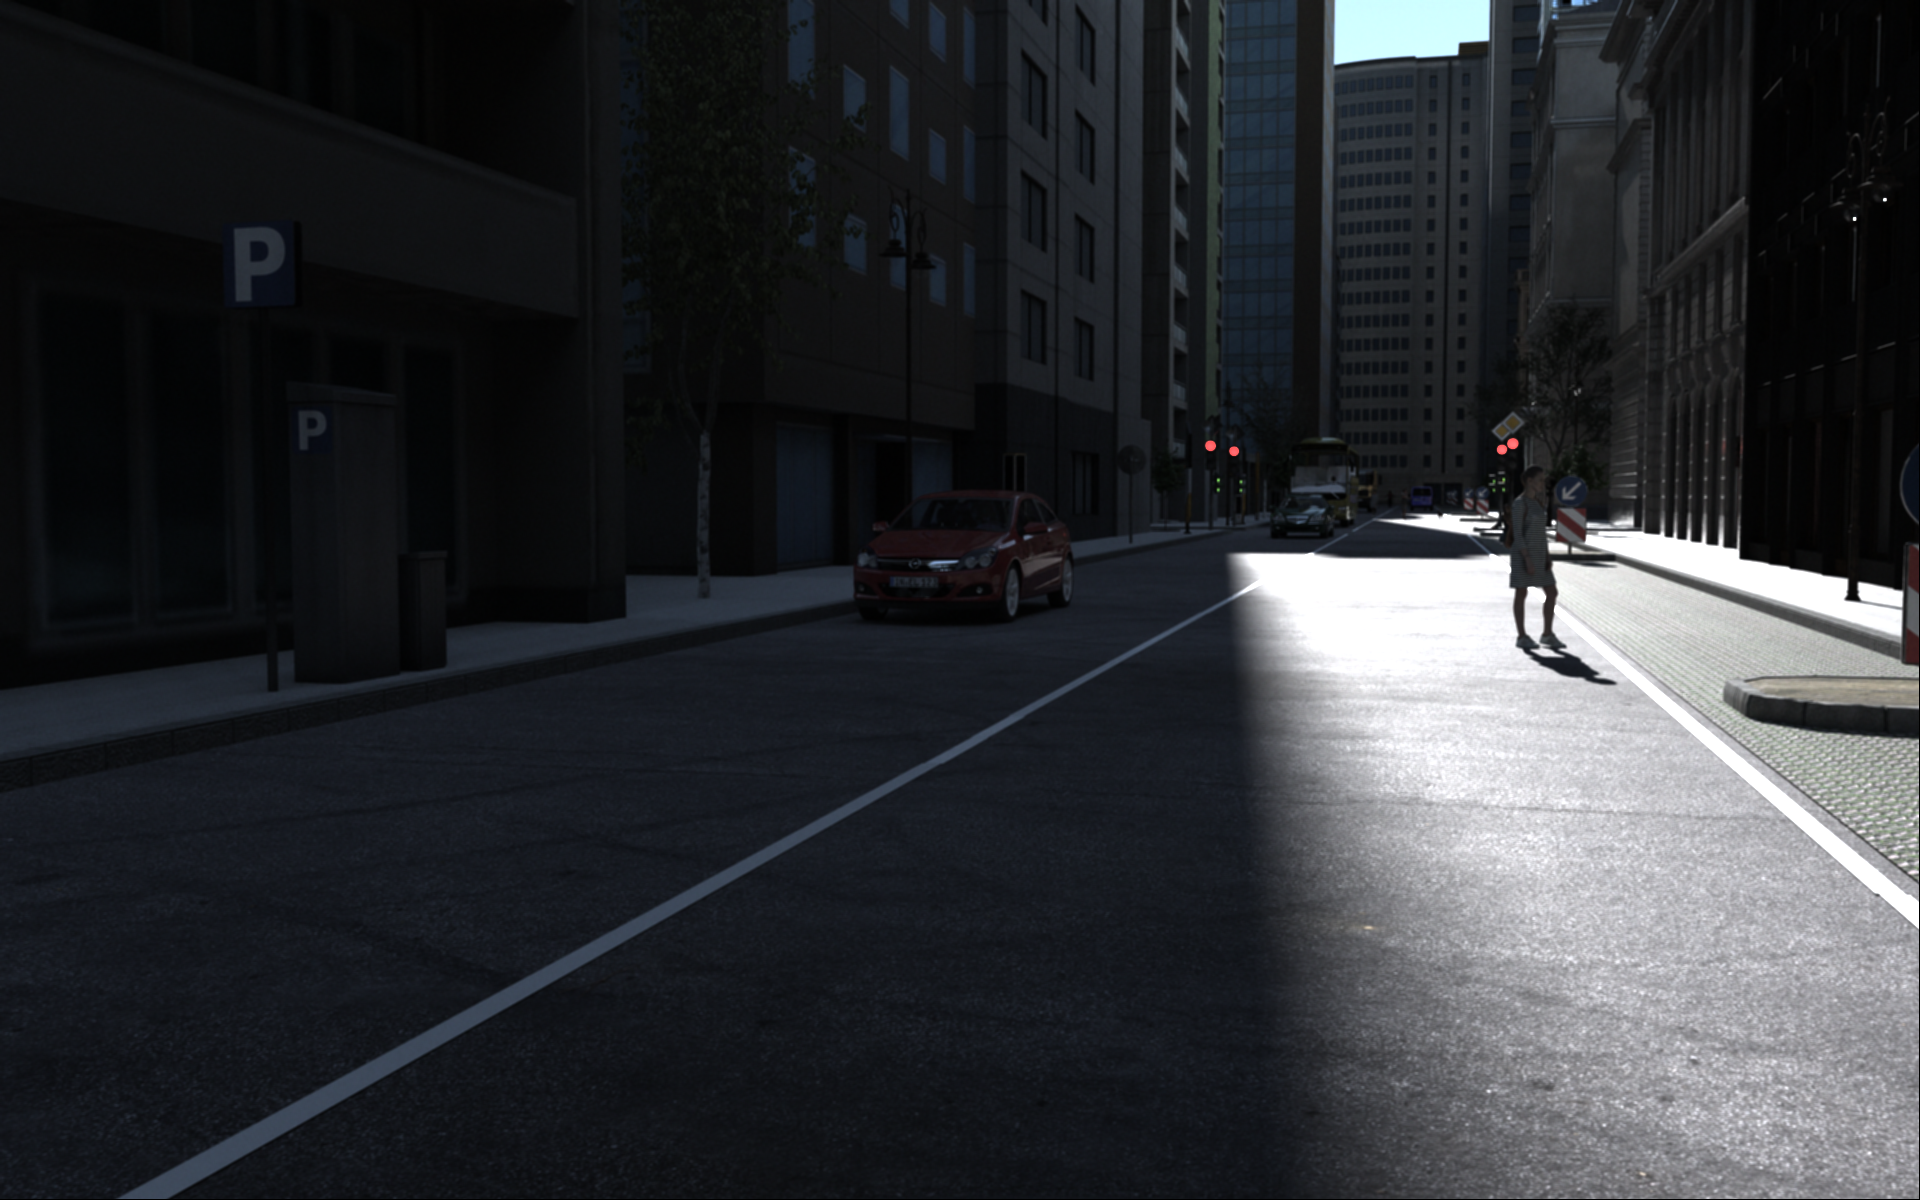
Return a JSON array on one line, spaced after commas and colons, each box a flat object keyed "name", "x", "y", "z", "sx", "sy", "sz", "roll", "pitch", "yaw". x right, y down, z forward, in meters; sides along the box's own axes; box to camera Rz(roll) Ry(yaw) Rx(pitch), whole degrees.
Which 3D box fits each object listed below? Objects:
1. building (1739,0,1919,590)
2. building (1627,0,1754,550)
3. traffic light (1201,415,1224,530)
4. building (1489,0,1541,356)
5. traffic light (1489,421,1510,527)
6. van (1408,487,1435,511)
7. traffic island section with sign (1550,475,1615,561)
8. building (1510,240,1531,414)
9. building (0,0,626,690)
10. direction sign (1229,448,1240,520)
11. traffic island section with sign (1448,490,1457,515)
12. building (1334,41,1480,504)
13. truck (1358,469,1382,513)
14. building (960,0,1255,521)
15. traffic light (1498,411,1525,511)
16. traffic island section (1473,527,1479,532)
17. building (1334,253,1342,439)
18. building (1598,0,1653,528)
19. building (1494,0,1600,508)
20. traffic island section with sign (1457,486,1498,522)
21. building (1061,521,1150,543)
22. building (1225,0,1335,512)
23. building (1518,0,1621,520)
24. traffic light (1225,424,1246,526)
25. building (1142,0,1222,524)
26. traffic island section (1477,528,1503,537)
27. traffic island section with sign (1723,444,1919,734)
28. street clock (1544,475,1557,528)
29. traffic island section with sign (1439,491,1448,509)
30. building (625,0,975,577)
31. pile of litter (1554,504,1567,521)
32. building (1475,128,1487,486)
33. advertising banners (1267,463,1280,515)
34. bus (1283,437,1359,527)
[{"name": "building", "x": 19.271, "y": -11.898, "z": 24.215, "sx": 12.332, "sy": 23.373, "sz": 15.834, "roll": 1, "pitch": 4, "yaw": 15}, {"name": "building", "x": 25.010, "y": -12.326, "z": 43.337, "sx": 13.314, "sy": 21.916, "sz": 24.055, "roll": 1, "pitch": 4, "yaw": 15}, {"name": "traffic light", "x": 8.909, "y": -4.426, "z": 61.281, "sx": 0.839, "sy": 4.253, "sz": 0.868, "roll": 1, "pitch": 4, "yaw": 15}, {"name": "building", "x": 65.395, "y": -38.987, "z": 179.439, "sx": 21.231, "sy": 58.520, "sz": 28.212, "roll": 1, "pitch": 4, "yaw": 15}, {"name": "traffic light", "x": 20.737, "y": -4.741, "z": 66.428, "sx": 0.839, "sy": 4.253, "sz": 0.868, "roll": 1, "pitch": 4, "yaw": 15}, {"name": "van", "x": 39.439, "y": -8.777, "z": 147.893, "sx": 2.240, "sy": 2.365, "sz": 5.245, "roll": 1, "pitch": 4, "yaw": 15}, {"name": "traffic island section with sign", "x": 13.150, "y": -1.783, "z": 37.781, "sx": 1.989, "sy": 1.847, "sz": 2.006, "roll": 1, "pitch": 4, "yaw": 15}, {"name": "building", "x": 45.787, "y": -18.383, "z": 119.646, "sx": 14.460, "sy": 24.649, "sz": 34.723, "roll": 1, "pitch": 4, "yaw": 15}, {"name": "building", "x": -16.452, "y": -23.572, "z": 9.101, "sx": 21.300, "sy": 48.544, "sz": 21.600, "roll": 1, "pitch": 4, "yaw": 15}, {"name": "direction sign", "x": 13.358, "y": -5.660, "z": 84.536, "sx": 0.876, "sy": 3.537, "sz": 0.379, "roll": -3, "pitch": 5, "yaw": -42}, {"name": "traffic island section with sign", "x": 34.039, "y": -6.589, "z": 116.359, "sx": 1.989, "sy": 1.847, "sz": 2.006, "roll": 1, "pitch": 4, "yaw": 15}, {"name": "building", "x": 58.631, "y": -42.167, "z": 231.430, "sx": 28.212, "sy": 58.520, "sz": 21.231, "roll": 1, "pitch": 4, "yaw": 15}, {"name": "truck", "x": 31.567, "y": -8.617, "z": 136.805, "sx": 3.469, "sy": 3.379, "sz": 9.791, "roll": 1, "pitch": 4, "yaw": 14}, {"name": "building", "x": 7.547, "y": -40.755, "z": 104.596, "sx": 20.563, "sy": 71.187, "sz": 20.611, "roll": 1, "pitch": 4, "yaw": 15}, {"name": "traffic light", "x": 18.687, "y": -4.268, "z": 58.710, "sx": 0.839, "sy": 4.253, "sz": 0.868, "roll": 1, "pitch": 4, "yaw": 15}, {"name": "traffic island section", "x": 20.773, "y": -2.707, "z": 66.532, "sx": 2.009, "sy": 0.180, "sz": 2.903, "roll": 1, "pitch": 4, "yaw": 15}, {"name": "building", "x": 38.810, "y": -26.772, "z": 209.429, "sx": 14.107, "sy": 30.474, "sz": 14.160, "roll": 1, "pitch": 4, "yaw": 15}, {"name": "building", "x": 35.744, "y": -14.583, "z": 67.316, "sx": 19.941, "sy": 23.489, "sz": 11.050, "roll": 1, "pitch": 4, "yaw": 15}, {"name": "building", "x": 59.206, "y": -51.180, "z": 149.463, "sx": 22.319, "sy": 86.520, "sz": 31.000, "roll": 1, "pitch": 4, "yaw": 15}, {"name": "traffic island section with sign", "x": 27.103, "y": -4.996, "z": 90.308, "sx": 1.989, "sy": 1.847, "sz": 2.006, "roll": 1, "pitch": 4, "yaw": 15}, {"name": "building", "x": -6.169, "y": -37.349, "z": 48.909, "sx": 20.611, "sy": 71.187, "sz": 20.563, "roll": 1, "pitch": 4, "yaw": 15}, {"name": "building", "x": 20.185, "y": -29.246, "z": 128.275, "sx": 14.600, "sy": 45.320, "sz": 14.200, "roll": 1, "pitch": 4, "yaw": 15}, {"name": "building", "x": 37.775, "y": -18.803, "z": 93.328, "sx": 13.634, "sy": 28.700, "sz": 20.117, "roll": 1, "pitch": 4, "yaw": 15}, {"name": "traffic light", "x": 10.960, "y": -4.898, "z": 69.000, "sx": 0.839, "sy": 4.253, "sz": 0.868, "roll": 1, "pitch": 4, "yaw": 15}, {"name": "building", "x": 3.913, "y": -24.106, "z": 77.731, "sx": 14.154, "sy": 41.232, "sz": 14.086, "roll": 1, "pitch": 4, "yaw": 15}, {"name": "traffic island section", "x": 18.723, "y": -2.234, "z": 58.814, "sx": 2.009, "sy": 0.180, "sz": 2.903, "roll": 1, "pitch": 4, "yaw": 15}, {"name": "traffic island section with sign", "x": 6.087, "y": -0.155, "z": 11.159, "sx": 1.989, "sy": 1.847, "sz": 2.006, "roll": 1, "pitch": 4, "yaw": 15}, {"name": "street clock", "x": 22.617, "y": -3.785, "z": 66.461, "sx": 0.471, "sy": 2.002, "sz": 0.358, "roll": 0, "pitch": 4, "yaw": 6}, {"name": "traffic island section with sign", "x": 47.105, "y": -9.600, "z": 165.592, "sx": 1.989, "sy": 1.847, "sz": 2.006, "roll": 1, "pitch": 4, "yaw": 15}, {"name": "building", "x": -7.812, "y": -23.459, "z": 33.658, "sx": 14.600, "sy": 45.320, "sz": 14.200, "roll": 1, "pitch": 4, "yaw": 15}, {"name": "pile of litter", "x": 28.921, "y": -4.189, "z": 82.449, "sx": 1.176, "sy": 0.858, "sz": 1.719, "roll": 1, "pitch": 4, "yaw": 14}, {"name": "building", "x": 67.995, "y": -33.728, "z": 201.555, "sx": 14.600, "sy": 45.320, "sz": 14.200, "roll": 1, "pitch": 4, "yaw": 15}, {"name": "advertising banners", "x": 17.687, "y": -6.210, "z": 97.723, "sx": 0.090, "sy": 3.025, "sz": 2.074, "roll": -1, "pitch": 4, "yaw": -9}, {"name": "bus", "x": 16.529, "y": -5.306, "z": 78.292, "sx": 2.896, "sy": 3.916, "sz": 12.252, "roll": 1, "pitch": 4, "yaw": 15}]
